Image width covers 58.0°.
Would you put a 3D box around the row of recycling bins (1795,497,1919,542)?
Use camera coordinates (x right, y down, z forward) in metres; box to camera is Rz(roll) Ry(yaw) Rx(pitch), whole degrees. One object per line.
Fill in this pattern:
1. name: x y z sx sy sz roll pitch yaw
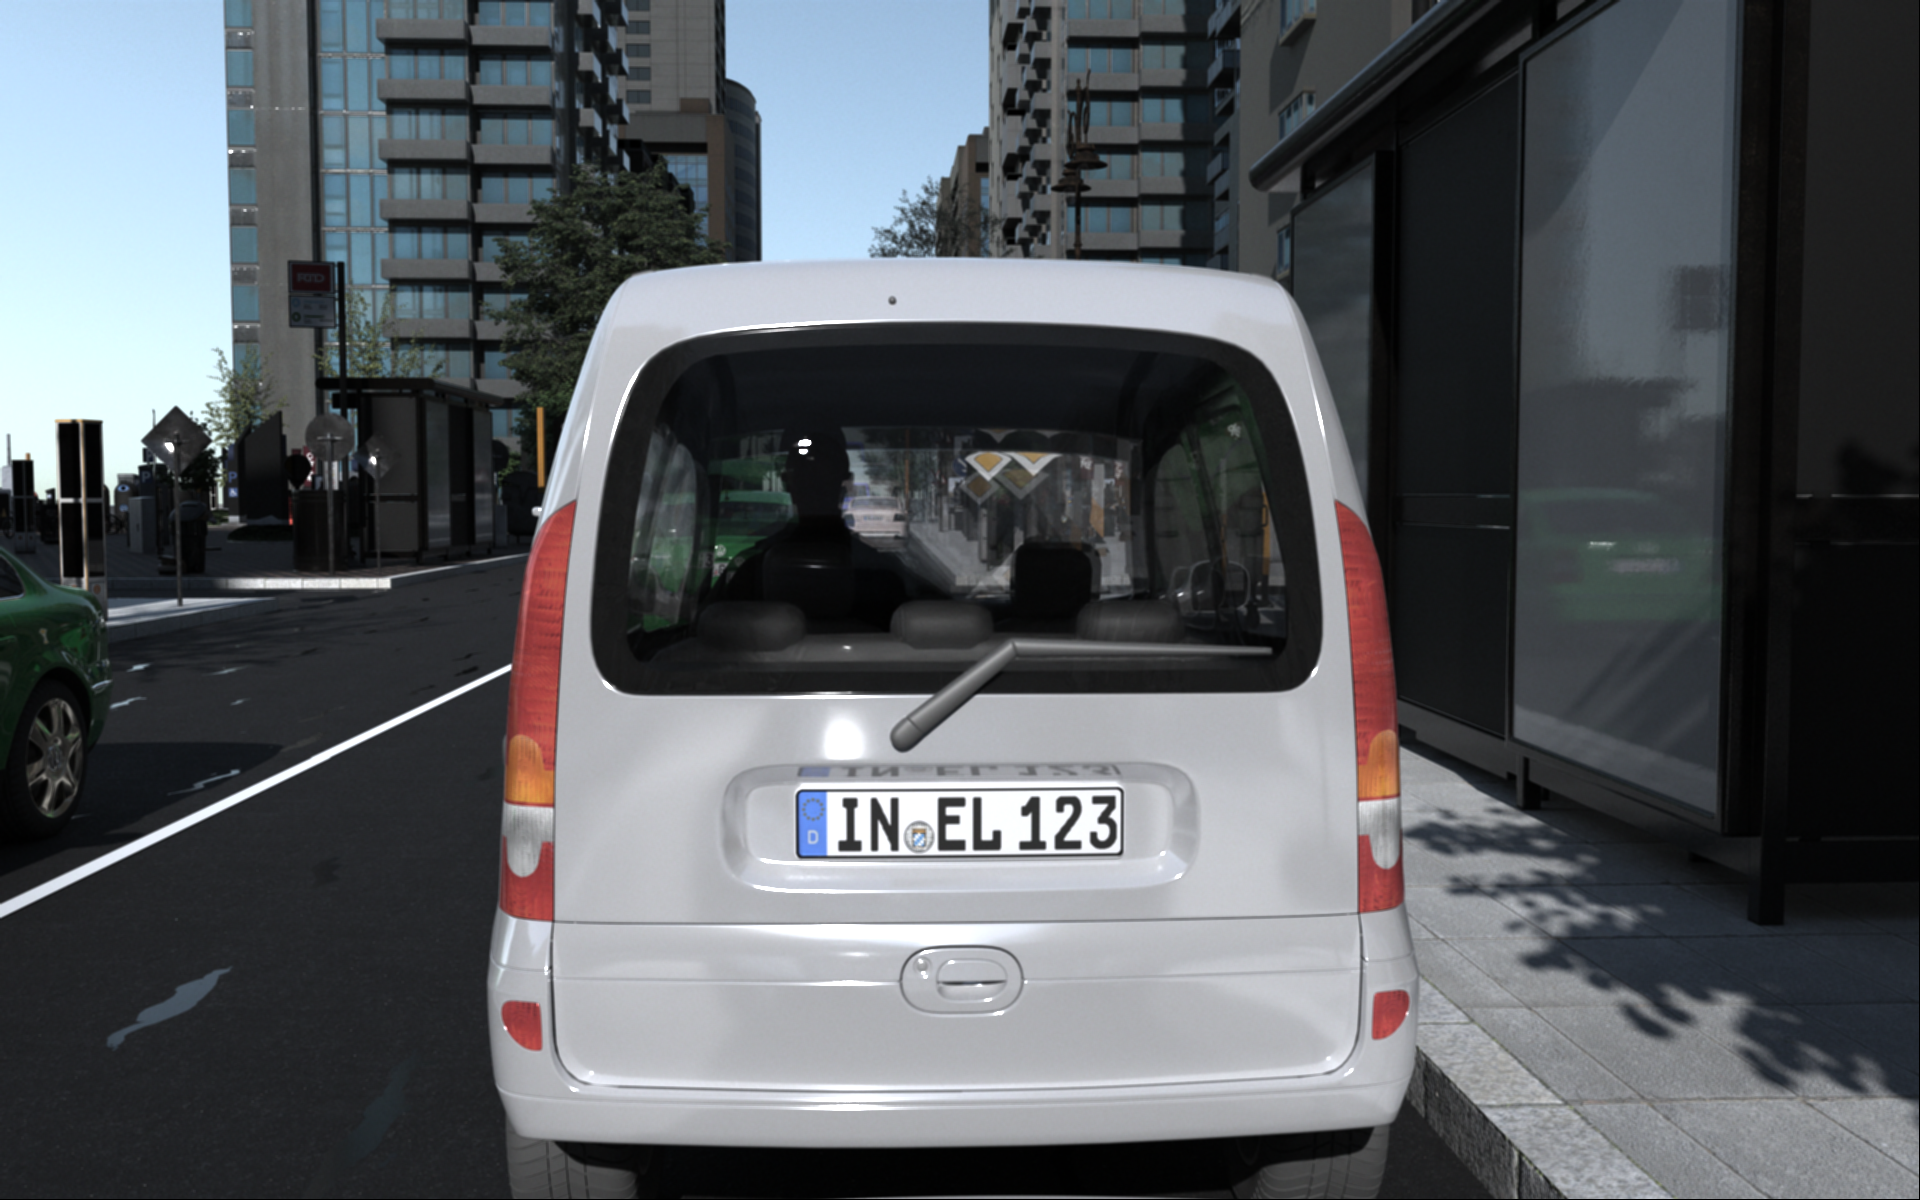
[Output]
1. row of recycling bins: 6.842 -0.422 14.013 1.069 1.692 3.534 0 4 3

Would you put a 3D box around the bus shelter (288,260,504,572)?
1. bus shelter: -10.595 -3.363 32.612 2.179 5.291 8.768 0 4 -3

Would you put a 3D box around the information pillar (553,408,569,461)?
1. information pillar: -10.561 -3.349 46.113 0.504 3.616 0.183 -1 4 -10

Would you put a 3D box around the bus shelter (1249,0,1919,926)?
1. bus shelter: 2.958 -1.936 9.286 2.179 5.291 8.768 0 4 -3

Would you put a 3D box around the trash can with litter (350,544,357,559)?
1. trash can with litter: -12.315 -1.380 33.946 0.624 1.170 1.055 0 4 8

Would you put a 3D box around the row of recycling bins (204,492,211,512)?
1. row of recycling bins: -32.652 -3.980 72.184 3.534 1.692 1.069 2 4 26

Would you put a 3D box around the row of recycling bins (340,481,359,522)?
1. row of recycling bins: -19.438 -2.899 54.508 1.069 1.692 3.534 -1 4 -12

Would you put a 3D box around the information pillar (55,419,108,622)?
1. information pillar: -8.729 -0.779 17.222 0.304 2.012 0.304 1 4 11

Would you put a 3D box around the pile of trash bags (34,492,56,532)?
1. pile of trash bags: -31.562 -3.074 60.011 3.447 1.369 1.912 3 4 36

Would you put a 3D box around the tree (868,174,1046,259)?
1. tree: -0.265 -9.559 66.668 12.009 13.543 11.850 0 3 0

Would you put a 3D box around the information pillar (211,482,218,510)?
1. information pillar: -43.669 -5.929 101.438 0.304 2.012 0.304 0 4 -2

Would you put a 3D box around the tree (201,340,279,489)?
1. tree: -34.493 -8.132 83.322 4.737 8.622 4.395 0 3 0

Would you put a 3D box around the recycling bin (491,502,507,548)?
1. recycling bin: -11.298 -1.758 41.291 0.722 1.027 0.722 2 4 28

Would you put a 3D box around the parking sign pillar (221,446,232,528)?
1. parking sign pillar: -27.446 -4.744 66.029 1.447 3.967 1.447 0 4 1

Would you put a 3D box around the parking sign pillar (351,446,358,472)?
1. parking sign pillar: -33.312 -6.558 95.698 1.447 3.967 1.447 -1 4 -23

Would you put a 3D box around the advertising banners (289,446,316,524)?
1. advertising banners: -24.282 -4.068 62.700 2.074 3.025 0.090 0 4 -5

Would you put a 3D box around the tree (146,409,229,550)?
1. tree: -17.550 -2.763 39.770 1.663 3.219 1.824 0 3 0

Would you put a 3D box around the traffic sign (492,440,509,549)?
1. traffic sign: -10.925 -2.473 40.532 0.768 2.556 0.104 0 4 0

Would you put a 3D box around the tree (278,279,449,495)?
1. tree: -20.169 -6.708 60.037 4.737 8.622 4.395 0 3 0

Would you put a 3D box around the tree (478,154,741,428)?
1. tree: -12.483 -9.637 64.213 9.857 13.997 8.962 0 3 0

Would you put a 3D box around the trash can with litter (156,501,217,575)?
1. trash can with litter: -12.501 -1.013 27.948 0.624 1.170 1.055 0 4 1

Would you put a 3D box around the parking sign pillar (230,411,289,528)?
1. parking sign pillar: -22.566 -4.154 56.384 1.447 3.967 1.447 1 4 13

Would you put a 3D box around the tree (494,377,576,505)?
1. tree: -11.033 -3.984 48.855 4.285 4.588 4.351 0 3 0

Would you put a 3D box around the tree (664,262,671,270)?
1. tree: -13.539 -10.216 84.033 9.611 12.733 9.660 0 3 0

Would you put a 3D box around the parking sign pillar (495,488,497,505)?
1. parking sign pillar: -24.010 -6.032 87.091 1.447 3.967 1.447 0 4 -8

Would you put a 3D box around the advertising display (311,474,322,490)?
1. advertising display: -21.119 -3.191 57.383 0.123 1.923 0.974 1 4 16

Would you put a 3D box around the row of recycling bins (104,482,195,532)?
1. row of recycling bins: -27.612 -3.131 58.297 3.534 1.692 1.069 -1 4 -9

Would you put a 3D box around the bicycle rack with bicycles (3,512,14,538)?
1. bicycle rack with bicycles: -26.881 -2.302 51.015 2.852 0.926 2.925 1 4 21

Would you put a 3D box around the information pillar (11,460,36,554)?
1. information pillar: -20.240 -2.016 37.450 0.304 2.012 0.304 1 4 9

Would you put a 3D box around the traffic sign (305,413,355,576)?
1. traffic sign: -9.881 -1.656 27.176 0.768 2.556 0.104 0 4 -2

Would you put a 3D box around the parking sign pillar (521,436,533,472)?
1. parking sign pillar: -12.908 -3.989 53.697 1.447 3.967 1.447 0 4 3

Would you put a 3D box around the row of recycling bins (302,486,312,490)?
1. row of recycling bins: -27.072 -4.040 73.172 1.069 1.692 3.534 0 4 -8

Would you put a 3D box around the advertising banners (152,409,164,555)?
1. advertising banners: -16.985 -2.475 36.657 0.090 3.025 2.074 -1 4 -22
